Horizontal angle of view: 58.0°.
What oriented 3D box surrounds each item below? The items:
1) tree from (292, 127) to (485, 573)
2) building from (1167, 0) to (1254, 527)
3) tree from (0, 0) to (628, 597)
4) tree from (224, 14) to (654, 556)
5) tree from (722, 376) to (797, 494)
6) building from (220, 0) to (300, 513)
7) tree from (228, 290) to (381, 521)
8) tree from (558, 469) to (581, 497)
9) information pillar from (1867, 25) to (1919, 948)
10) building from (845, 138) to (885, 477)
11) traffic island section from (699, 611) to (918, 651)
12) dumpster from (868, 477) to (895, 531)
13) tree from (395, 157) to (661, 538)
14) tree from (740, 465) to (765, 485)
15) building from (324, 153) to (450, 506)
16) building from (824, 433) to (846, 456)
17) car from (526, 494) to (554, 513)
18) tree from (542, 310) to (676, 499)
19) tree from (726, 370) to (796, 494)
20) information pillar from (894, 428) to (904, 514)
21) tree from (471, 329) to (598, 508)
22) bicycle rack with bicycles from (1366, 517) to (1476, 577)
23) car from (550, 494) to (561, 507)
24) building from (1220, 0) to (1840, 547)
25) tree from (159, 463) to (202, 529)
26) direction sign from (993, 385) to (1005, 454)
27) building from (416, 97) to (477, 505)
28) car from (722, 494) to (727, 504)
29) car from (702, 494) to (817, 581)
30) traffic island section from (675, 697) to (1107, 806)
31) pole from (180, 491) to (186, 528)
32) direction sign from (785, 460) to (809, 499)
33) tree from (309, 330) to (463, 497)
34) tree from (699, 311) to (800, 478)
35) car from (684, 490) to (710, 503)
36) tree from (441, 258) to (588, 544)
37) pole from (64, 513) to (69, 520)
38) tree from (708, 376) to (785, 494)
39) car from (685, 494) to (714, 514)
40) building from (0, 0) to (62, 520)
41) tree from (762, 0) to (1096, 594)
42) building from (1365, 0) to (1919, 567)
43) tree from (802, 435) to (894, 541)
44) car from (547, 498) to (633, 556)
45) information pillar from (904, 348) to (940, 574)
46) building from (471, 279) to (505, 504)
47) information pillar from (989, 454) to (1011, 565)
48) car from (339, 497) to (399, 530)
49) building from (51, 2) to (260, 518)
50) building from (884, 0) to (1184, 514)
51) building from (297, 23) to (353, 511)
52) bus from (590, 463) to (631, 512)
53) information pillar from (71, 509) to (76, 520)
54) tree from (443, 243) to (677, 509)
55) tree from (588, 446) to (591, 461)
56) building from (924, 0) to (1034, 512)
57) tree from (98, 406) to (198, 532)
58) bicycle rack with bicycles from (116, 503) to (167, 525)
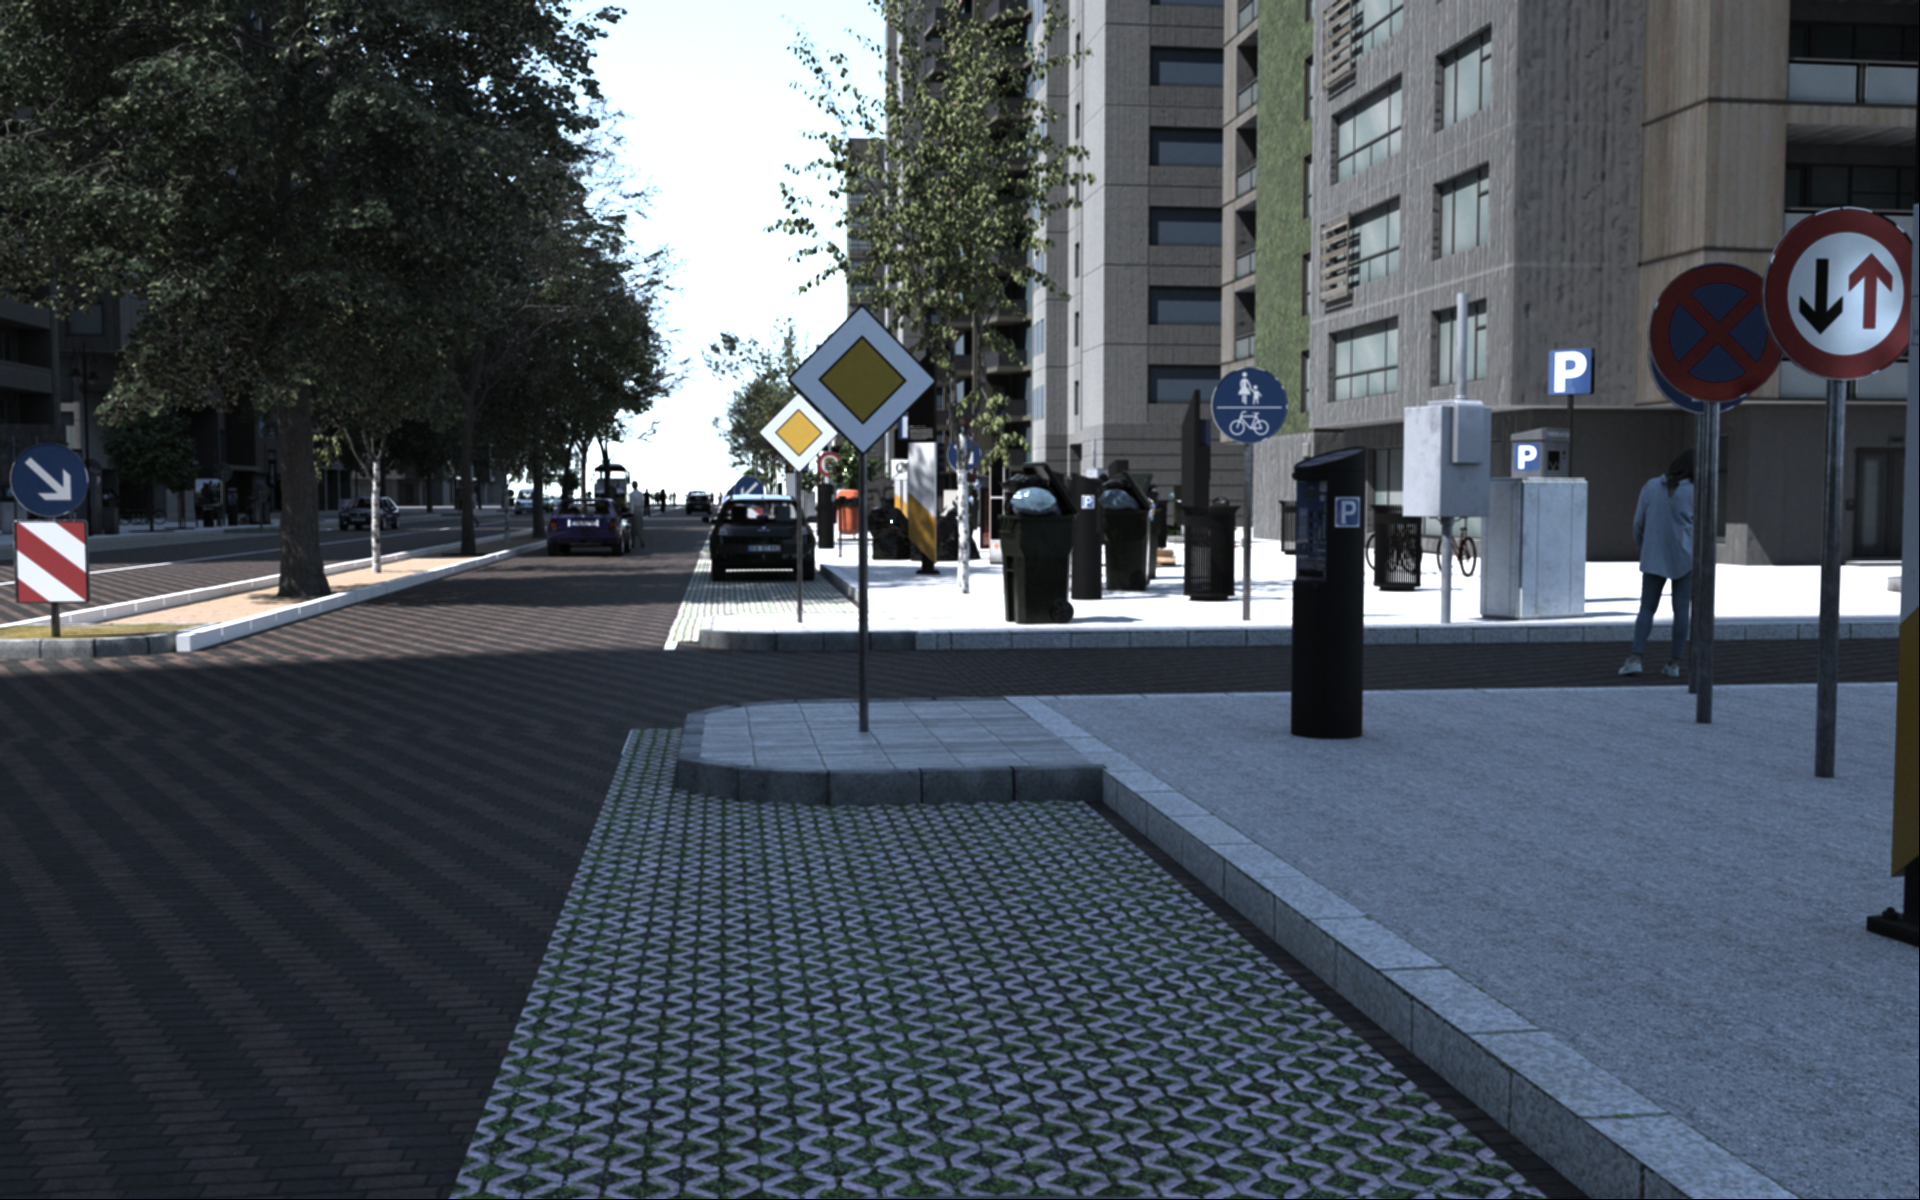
[{"bbox_3d":[-10.609,-4.797,31.252,4.737,8.622,4.395,0,3,0],"label":"tree"},{"bbox_3d":[13.996,-32.902,79.950,21.231,58.520,28.212,0,4,-8],"label":"building"},{"bbox_3d":[-9.198,-7.016,23.830,9.857,13.997,8.962,0,3,0],"label":"tree"},{"bbox_3d":[-11.477,-7.776,39.963,12.009,13.543,11.850,0,3,0],"label":"tree"},{"bbox_3d":[-17.056,-13.988,154.454,9.928,11.665,9.643,0,3,0],"label":"tree"},{"bbox_3d":[-54.763,-28.765,120.423,14.600,45.320,14.200,0,4,-8],"label":"building"},{"bbox_3d":[-30.811,-9.529,81.562,9.928,11.665,9.643,0,3,0],"label":"tree"},{"bbox_3d":[-48.691,-14.184,215.625,4.285,4.588,4.351,0,3,0],"label":"tree"},{"bbox_3d":[2.816,-0.820,4.758,0.183,3.616,0.504,-1,4,-15],"label":"information pillar"},{"bbox_3d":[-6.416,-31.735,202.465,14.154,41.232,14.086,0,4,-8],"label":"building"},{"bbox_3d":[-1.576,0.306,17.285,2.009,0.180,2.903,0,4,-8],"label":"traffic island section"},{"bbox_3d":[-2.714,-3.232,58.601,1.264,1.857,1.865,0,4,-8],"label":"dumpster"},{"bbox_3d":[-13.553,-8.261,55.646,7.486,12.596,7.792,0,3,0],"label":"tree"},{"bbox_3d":[-22.820,-12.641,190.389,4.285,4.588,4.351,0,3,0],"label":"tree"},{"bbox_3d":[-63.621,-30.769,186.660,14.154,41.232,14.086,0,4,-8],"label":"building"},{"bbox_3d":[-4.405,-24.115,239.314,27.650,21.520,28.899,0,4,-8],"label":"building"},{"bbox_3d":[-32.847,-7.746,135.437,1.959,1.807,4.718,0,4,-7],"label":"car"},{"bbox_3d":[-17.575,-9.632,85.693,9.928,11.665,9.643,0,3,0],"label":"tree"},{"bbox_3d":[-11.388,-9.593,107.207,4.360,8.622,3.978,0,3,0],"label":"tree"},{"bbox_3d":[-1.739,-3.749,52.645,0.504,3.616,0.183,0,4,5],"label":"information pillar"},{"bbox_3d":[-41.811,-18.542,159.057,12.611,20.169,13.585,0,3,0],"label":"tree"},{"bbox_3d":[6.818,-0.890,27.933,2.852,0.926,2.925,0,4,1],"label":"bicycle rack with bicycles"},{"bbox_3d":[-40.969,-10.027,175.949,2.014,1.417,4.499,0,4,-7],"label":"car"},{"bbox_3d":[15.159,-22.488,51.274,14.154,41.232,14.086,0,4,-8],"label":"building"},{"bbox_3d":[-28.387,-4.190,63.115,1.663,3.219,1.824,0,3,0],"label":"tree"},{"bbox_3d":[0.811,-2.714,36.376,0.379,3.537,0.876,1,4,16],"label":"direction sign"},{"bbox_3d":[-71.759,-35.972,207.753,23.786,49.044,30.456,0,4,-8],"label":"building"},{"bbox_3d":[-30.966,-13.619,232.266,1.945,1.707,3.694,-1,4,-9],"label":"car"},{"bbox_3d":[-3.441,-1.229,29.883,2.009,1.686,4.222,0,4,-8],"label":"car"},{"bbox_3d":[-0.500,0.790,9.372,2.009,0.180,2.903,0,4,-8],"label":"traffic island section"},{"bbox_3d":[-29.061,-4.333,64.693,0.158,3.312,0.155,0,3,0],"label":"pole"},{"bbox_3d":[-6.078,-4.433,64.471,0.876,3.537,0.379,0,4,-1],"label":"direction sign"},{"bbox_3d":[-33.048,-11.137,99.094,9.611,12.733,9.660,0,3,0],"label":"tree"},{"bbox_3d":[-19.591,-19.700,177.991,12.611,20.169,13.585,0,3,0],"label":"tree"},{"bbox_3d":[-23.323,-8.868,153.656,2.281,1.827,5.304,-1,4,-9],"label":"car"},{"bbox_3d":[-12.740,-5.849,48.447,4.360,8.622,3.978,0,3,0],"label":"tree"},{"bbox_3d":[-44.768,-5.676,86.640,0.158,3.312,0.155,0,3,0],"label":"pole"},{"bbox_3d":[-15.258,-12.344,136.233,8.767,10.594,7.601,-3,4,-36],"label":"tree"},{"bbox_3d":[-18.534,-6.929,123.079,2.009,1.686,4.222,0,4,-6],"label":"car"},{"bbox_3d":[-51.903,-27.259,69.380,21.300,48.544,21.600,0,4,-8],"label":"building"},{"bbox_3d":[-0.123,-4.373,21.853,4.737,8.622,4.395,0,3,0],"label":"tree"},{"bbox_3d":[16.217,-21.509,35.261,14.086,41.232,14.154,0,4,-8],"label":"building"},{"bbox_3d":[-3.030,-3.245,47.663,1.663,3.219,1.824,0,3,0],"label":"tree"},{"bbox_3d":[-8.820,-1.761,41.373,1.945,1.354,3.894,0,4,-7],"label":"car"},{"bbox_3d":[-0.590,-2.228,27.776,0.504,3.616,0.183,2,4,25],"label":"information pillar"},{"bbox_3d":[-68.714,-33.473,230.871,14.154,41.232,14.086,0,4,-8],"label":"building"},{"bbox_3d":[0.725,-1.657,31.581,0.304,2.012,0.304,1,4,22],"label":"information pillar"},{"bbox_3d":[-23.857,-3.509,69.957,1.945,1.354,3.894,0,4,-6],"label":"car"},{"bbox_3d":[-58.039,-31.163,98.754,28.713,52.752,27.495,0,4,-8],"label":"building"},{"bbox_3d":[4.253,-36.800,143.683,21.231,58.520,28.212,0,4,-8],"label":"building"},{"bbox_3d":[-60.116,-42.703,136.441,20.563,71.187,20.611,0,4,-8],"label":"building"},{"bbox_3d":[-27.894,-9.023,139.077,2.896,3.916,12.252,-1,4,-9],"label":"bus"},{"bbox_3d":[-40.808,-4.611,79.877,0.304,2.012,0.304,-3,5,-42],"label":"information pillar"},{"bbox_3d":[-14.653,-7.759,63.725,8.767,10.594,7.601,0,4,-8],"label":"tree"},{"bbox_3d":[-50.700,-16.986,228.088,4.360,8.622,3.978,0,3,0],"label":"tree"},{"bbox_3d":[9.237,-28.219,116.012,22.147,44.769,28.867,0,4,-8],"label":"building"},{"bbox_3d":[-27.582,-4.608,59.055,4.285,4.588,4.351,0,3,0],"label":"tree"},{"bbox_3d":[-34.844,-3.619,72.555,2.925,0.926,2.852,-2,4,-26],"label":"bicycle rack with bicycles"}]
